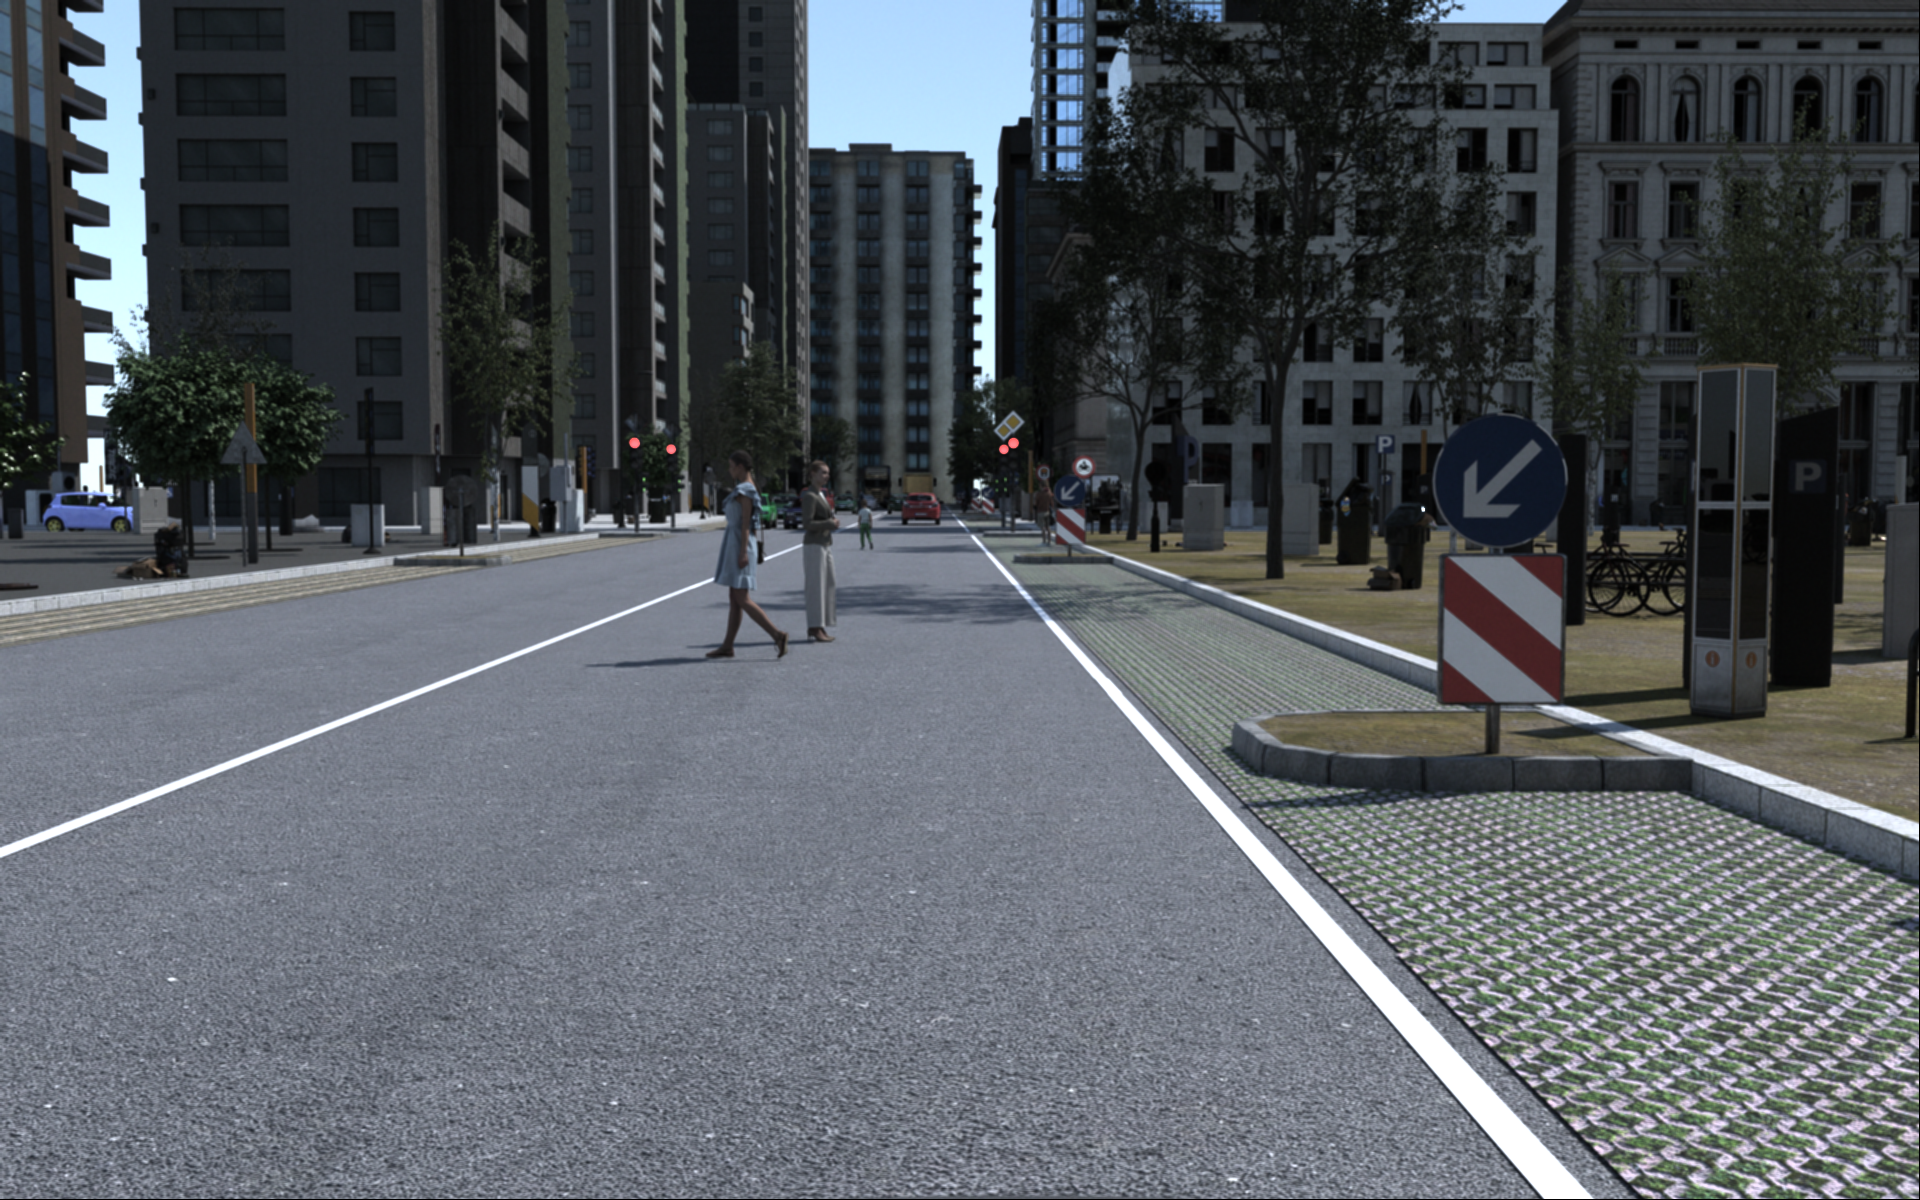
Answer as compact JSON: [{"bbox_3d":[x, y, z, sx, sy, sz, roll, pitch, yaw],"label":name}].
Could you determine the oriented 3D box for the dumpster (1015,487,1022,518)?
[{"bbox_3d":[3.488,-5.248,91.555,1.264,1.857,1.865,0,4,-1],"label":"dumpster"}]

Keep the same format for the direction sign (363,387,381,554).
[{"bbox_3d":[-12.646,-2.761,37.146,0.379,3.537,0.876,-2,4,-28],"label":"direction sign"}]

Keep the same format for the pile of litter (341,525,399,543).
[{"bbox_3d":[-15.712,-1.965,46.100,1.719,0.858,1.176,-3,5,-43],"label":"pile of litter"}]

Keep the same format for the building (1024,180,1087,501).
[{"bbox_3d":[12.920,-23.867,161.924,14.160,30.474,14.107,0,4,-1],"label":"building"}]

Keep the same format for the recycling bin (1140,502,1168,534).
[{"bbox_3d":[6.304,-2.683,56.426,0.722,1.027,0.722,-1,4,-16],"label":"recycling bin"}]

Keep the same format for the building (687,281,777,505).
[{"bbox_3d":[-31.650,-18.988,155.498,27.650,21.520,28.899,0,4,-1],"label":"building"}]

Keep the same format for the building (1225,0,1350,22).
[{"bbox_3d":[33.111,-46.793,203.323,20.611,71.187,20.563,0,4,-1],"label":"building"}]

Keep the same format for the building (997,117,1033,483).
[{"bbox_3d":[11.631,-34.032,206.533,14.600,45.320,14.200,0,4,-1],"label":"building"}]

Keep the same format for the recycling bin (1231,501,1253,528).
[{"bbox_3d":[10.687,-3.247,65.641,0.722,1.027,0.722,1,4,21],"label":"recycling bin"}]

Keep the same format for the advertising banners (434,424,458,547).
[{"bbox_3d":[-12.668,-2.841,42.641,0.090,3.025,2.074,-2,4,-29],"label":"advertising banners"}]

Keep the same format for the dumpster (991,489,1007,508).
[{"bbox_3d":[2.919,-7.567,129.478,1.264,1.857,1.865,0,4,-1],"label":"dumpster"}]

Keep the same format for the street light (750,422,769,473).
[{"bbox_3d":[-13.051,-8.548,112.306,1.470,5.913,1.316,0,4,-1],"label":"street light"}]

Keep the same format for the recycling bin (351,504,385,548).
[{"bbox_3d":[-14.327,-1.796,41.911,0.722,1.027,0.722,-1,4,-15],"label":"recycling bin"}]

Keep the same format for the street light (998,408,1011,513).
[{"bbox_3d":[2.729,-7.385,93.282,1.470,5.913,1.316,0,4,-1],"label":"street light"}]

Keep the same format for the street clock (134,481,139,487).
[{"bbox_3d":[-47.148,-5.785,99.146,0.358,2.002,0.471,-2,4,-30],"label":"street clock"}]

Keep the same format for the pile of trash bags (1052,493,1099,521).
[{"bbox_3d":[5.540,-4.388,81.494,3.447,1.369,1.912,0,4,2],"label":"pile of trash bags"}]

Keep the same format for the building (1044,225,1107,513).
[{"bbox_3d":[11.168,-14.960,109.231,10.561,19.102,19.286,0,4,-1],"label":"building"}]

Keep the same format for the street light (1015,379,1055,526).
[{"bbox_3d":[3.107,-5.950,69.828,1.470,5.913,1.316,0,4,-1],"label":"street light"}]

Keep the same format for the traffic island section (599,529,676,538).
[{"bbox_3d":[-10.837,-2.186,58.021,2.009,0.180,2.903,0,4,-1],"label":"traffic island section"}]

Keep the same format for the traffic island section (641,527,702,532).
[{"bbox_3d":[-10.954,-2.674,66.006,2.009,0.180,2.903,0,4,-1],"label":"traffic island section"}]

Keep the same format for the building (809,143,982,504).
[{"bbox_3d":[-12.297,-37.896,239.200,30.456,49.044,23.786,0,4,-1],"label":"building"}]

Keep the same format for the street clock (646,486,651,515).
[{"bbox_3d":[-18.770,-6.117,104.582,0.358,2.002,0.471,-1,4,-10],"label":"street clock"}]

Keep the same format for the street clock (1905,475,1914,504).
[{"bbox_3d":[36.686,-3.824,67.095,0.471,2.002,0.358,-1,4,-22],"label":"street clock"}]

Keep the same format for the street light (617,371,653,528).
[{"bbox_3d":[-12.331,-5.700,65.742,1.470,5.913,1.316,0,4,-1],"label":"street light"}]

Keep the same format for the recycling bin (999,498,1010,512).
[{"bbox_3d":[3.198,-6.748,122.890,0.722,1.027,0.722,-1,4,-12],"label":"recycling bin"}]

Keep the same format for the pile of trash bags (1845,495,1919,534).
[{"bbox_3d":[29.337,-2.804,55.598,3.447,1.369,1.912,-1,4,-18],"label":"pile of trash bags"}]

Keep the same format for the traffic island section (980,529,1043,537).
[{"bbox_3d":[1.803,-2.197,58.201,2.009,0.180,2.903,0,4,-1],"label":"traffic island section"}]

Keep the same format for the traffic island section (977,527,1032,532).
[{"bbox_3d":[1.686,-2.685,66.185,2.009,0.180,2.903,0,4,-1],"label":"traffic island section"}]

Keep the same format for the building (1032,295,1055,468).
[{"bbox_3d":[13.870,-16.234,132.882,16.820,18.784,16.811,0,4,-1],"label":"building"}]

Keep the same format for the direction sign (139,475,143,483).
[{"bbox_3d":[-55.989,-7.769,119.018,0.876,3.537,0.379,1,4,15],"label":"direction sign"}]

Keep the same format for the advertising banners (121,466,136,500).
[{"bbox_3d":[-50.215,-6.620,104.431,2.074,3.025,0.090,2,4,35],"label":"advertising banners"}]

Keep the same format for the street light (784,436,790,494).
[{"bbox_3d":[-13.247,-10.000,136.037,1.470,5.913,1.316,0,4,-1],"label":"street light"}]

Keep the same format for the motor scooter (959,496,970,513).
[{"bbox_3d":[0.335,-7.312,132.335,0.815,1.314,1.986,0,4,-3],"label":"motor scooter"}]

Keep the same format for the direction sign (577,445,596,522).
[{"bbox_3d":[-17.241,-5.355,79.547,0.379,3.537,0.876,2,4,32],"label":"direction sign"}]

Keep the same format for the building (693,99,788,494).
[{"bbox_3d":[-25.251,-30.144,176.444,14.154,41.232,14.086,0,4,-1],"label":"building"}]

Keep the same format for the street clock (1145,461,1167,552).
[{"bbox_3d":[4.307,-2.054,38.161,0.471,2.002,0.358,0,4,2],"label":"street clock"}]

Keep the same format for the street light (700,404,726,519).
[{"bbox_3d":[-12.717,-7.127,89.062,1.470,5.913,1.316,0,4,-1],"label":"street light"}]

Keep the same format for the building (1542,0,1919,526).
[{"bbox_3d":[33.840,-15.014,74.357,19.941,23.489,11.050,0,4,-1],"label":"building"}]

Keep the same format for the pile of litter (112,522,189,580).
[{"bbox_3d":[-12.424,-0.775,26.629,1.176,0.858,1.719,-1,4,-9],"label":"pile of litter"}]

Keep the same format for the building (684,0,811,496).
[{"bbox_3d":[-28.459,-46.685,201.550,20.611,71.187,20.563,0,4,-1],"label":"building"}]

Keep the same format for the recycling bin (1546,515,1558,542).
[{"bbox_3d":[16.172,-2.066,46.336,0.722,1.027,0.722,0,4,-8],"label":"recycling bin"}]

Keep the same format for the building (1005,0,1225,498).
[{"bbox_3d":[16.371,-53.218,182.784,22.319,86.520,31.000,0,4,-1],"label":"building"}]

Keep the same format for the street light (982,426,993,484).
[{"bbox_3d":[2.389,-8.873,117.613,1.470,5.913,1.316,0,4,-1],"label":"street light"}]

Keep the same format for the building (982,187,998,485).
[{"bbox_3d":[17.381,-35.703,238.366,28.867,44.769,22.147,0,4,-1],"label":"building"}]

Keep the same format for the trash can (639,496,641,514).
[{"bbox_3d":[-19.759,-5.733,105.384,0.748,1.137,0.748,0,3,0],"label":"trash can"}]
